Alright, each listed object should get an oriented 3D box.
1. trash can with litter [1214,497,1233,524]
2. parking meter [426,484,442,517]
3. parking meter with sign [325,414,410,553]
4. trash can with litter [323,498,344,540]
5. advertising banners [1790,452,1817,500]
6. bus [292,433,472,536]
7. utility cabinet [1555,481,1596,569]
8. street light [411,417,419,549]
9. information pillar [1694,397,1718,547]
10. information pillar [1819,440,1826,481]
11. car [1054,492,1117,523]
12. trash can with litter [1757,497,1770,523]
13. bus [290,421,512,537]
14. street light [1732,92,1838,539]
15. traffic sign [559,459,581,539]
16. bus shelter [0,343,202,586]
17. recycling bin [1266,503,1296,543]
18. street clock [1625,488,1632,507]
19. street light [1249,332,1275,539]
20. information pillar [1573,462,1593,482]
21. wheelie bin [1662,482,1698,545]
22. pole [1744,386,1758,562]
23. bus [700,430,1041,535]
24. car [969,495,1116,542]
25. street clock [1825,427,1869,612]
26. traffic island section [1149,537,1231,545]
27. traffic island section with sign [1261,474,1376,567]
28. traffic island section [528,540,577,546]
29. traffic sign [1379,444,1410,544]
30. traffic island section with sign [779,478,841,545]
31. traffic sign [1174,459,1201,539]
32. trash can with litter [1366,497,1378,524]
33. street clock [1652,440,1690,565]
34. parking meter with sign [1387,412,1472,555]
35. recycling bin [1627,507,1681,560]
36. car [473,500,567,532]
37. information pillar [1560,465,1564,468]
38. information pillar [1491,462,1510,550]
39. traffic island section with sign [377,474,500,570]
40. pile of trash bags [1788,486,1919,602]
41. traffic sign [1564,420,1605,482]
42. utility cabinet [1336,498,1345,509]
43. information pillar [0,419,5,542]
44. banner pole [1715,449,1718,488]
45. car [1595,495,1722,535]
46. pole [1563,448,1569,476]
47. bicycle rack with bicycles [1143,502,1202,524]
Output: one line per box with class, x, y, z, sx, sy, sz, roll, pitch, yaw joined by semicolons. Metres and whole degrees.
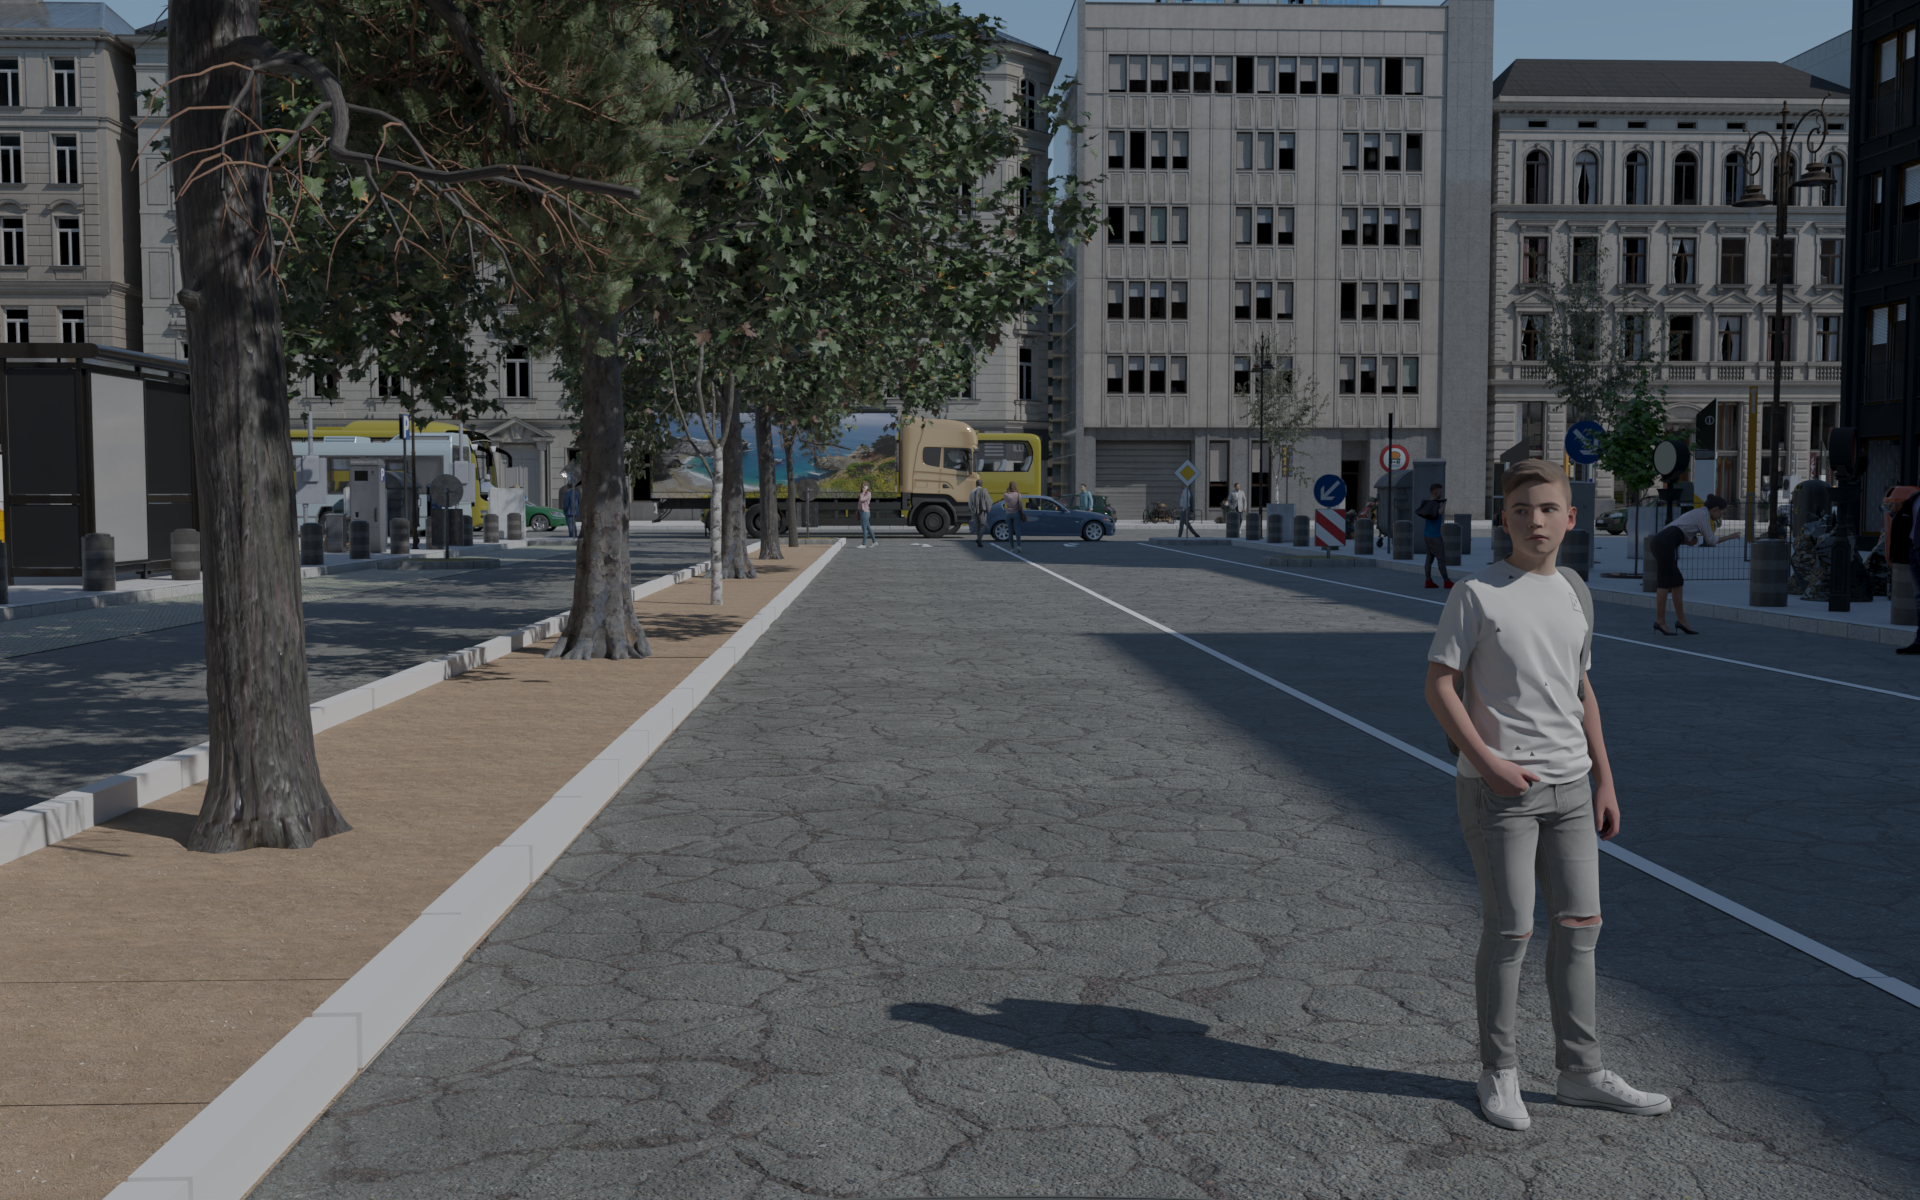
trash can with litter;11.396;-3.887;74.936;0.624;1.170;1.055;-2;4;-33
parking meter;-13.349;-2.177;44.002;0.372;1.533;0.369;0;3;0
parking meter with sign;-12.949;-2.542;37.823;1.738;3.016;0.543;0;4;-3
trash can with litter;-17.212;-2.246;48.111;0.624;1.170;1.055;1;4;12
advertising banners;35.794;-4.729;73.513;0.090;3.025;2.074;0;4;0
bus;-21.829;-3.530;52.580;13.247;3.499;2.948;0;4;-3
utility cabinet;10.262;-1.241;28.962;0.318;1.500;1.173;3;5;40
street light;-12.666;-4.116;40.090;0.468;5.910;1.993;0;4;-2
information pillar;18.137;-3.105;42.121;0.504;3.616;0.183;3;5;41
information pillar;37.653;-5.155;75.636;0.504;3.616;0.183;-3;5;-44
car;4.213;-3.658;69.595;4.222;1.686;2.009;0;4;0
trash can with litter;36.155;-4.034;77.340;1.055;1.170;0.624;2;4;25
bus;-21.630;-4.103;58.625;12.252;3.916;2.896;0;4;-1
street light;9.685;-2.919;20.509;0.468;5.910;1.993;0;4;-2
traffic sign;-10.950;-2.781;49.110;0.795;2.450;0.064;0;4;-2
bus shelter;-13.035;-2.924;25.447;2.179;5.291;8.768;0;4;-2
recycling bin;8.581;-2.060;46.235;0.722;1.027;0.722;1;4;16
street clock;31.389;-4.691;81.273;0.358;2.002;0.471;2;4;28
street light;8.608;-4.690;49.467;0.468;5.910;1.993;0;4;-2
information pillar;12.224;-1.806;34.017;0.304;2.012;0.304;2;4;33
wheelie bin;18.286;-2.208;44.017;0.980;1.594;0.693;-1;4;-10
pole;14.981;-2.382;32.787;0.158;3.312;0.155;0;3;0
bus;-3.307;-4.287;61.636;12.252;3.916;2.896;0;4;-1
car;2.513;-2.505;52.955;4.499;1.417;2.014;0;4;-2
street clock;9.608;-0.874;18.866;0.358;2.002;0.471;3;4;37
traffic island section;6.554;-1.687;49.864;2.009;0.180;2.903;0;4;-2
traffic island section with sign;7.153;-1.607;34.903;1.989;1.847;2.006;0;4;-2
traffic island section;-10.974;-1.645;49.170;2.009;0.180;2.903;0;4;-2
traffic sign;11.023;-2.686;44.023;0.768;2.556;0.104;0;4;6
traffic island section with sign;-4.408;-2.540;49.666;2.006;1.907;1.989;0;4;-2
traffic sign;6.531;-2.822;49.786;0.795;2.450;0.064;0;4;-2
trash can with litter;18.110;-3.925;75.555;0.624;1.170;1.055;0;4;-8
street clock;9.567;-1.149;23.354;0.358;2.002;0.471;-1;4;-19
parking meter with sign;10.034;-2.492;37.003;1.738;3.016;0.543;1;4;15
recycling bin;13.682;-1.321;34.154;0.722;1.027;0.722;-1;4;-17
car;-17.376;-3.337;66.356;4.920;1.459;2.131;0;4;-1
information pillar;15.049;-2.410;43.889;0.304;2.012;0.304;-1;4;-23
information pillar;12.473;-2.170;39.977;0.304;2.012;0.304;2;4;34
traffic island section with sign;-10.025;-1.525;33.560;1.989;1.847;2.006;0;4;-2
pile of trash bags;11.038;-0.670;20.704;1.912;1.369;3.447;1;4;19
traffic sign;10.782;-1.824;29.926;0.768;2.556;0.104;0;4;-2
utility cabinet;17.936;-4.306;81.564;0.306;1.237;1.020;0;4;5
information pillar;-20.389;-2.758;36.453;0.183;3.616;0.504;3;4;37
banner pole;36.436;-5.744;83.925;0.863;3.779;0.401;-2;4;-30
car;24.338;-3.091;60.319;4.222;1.686;2.009;0;4;-3
pole;25.748;-4.882;73.658;0.158;3.312;0.155;0;3;0
bicycle rack with bicycles;8.987;-3.759;74.843;2.925;0.926;2.852;-3;4;-38
